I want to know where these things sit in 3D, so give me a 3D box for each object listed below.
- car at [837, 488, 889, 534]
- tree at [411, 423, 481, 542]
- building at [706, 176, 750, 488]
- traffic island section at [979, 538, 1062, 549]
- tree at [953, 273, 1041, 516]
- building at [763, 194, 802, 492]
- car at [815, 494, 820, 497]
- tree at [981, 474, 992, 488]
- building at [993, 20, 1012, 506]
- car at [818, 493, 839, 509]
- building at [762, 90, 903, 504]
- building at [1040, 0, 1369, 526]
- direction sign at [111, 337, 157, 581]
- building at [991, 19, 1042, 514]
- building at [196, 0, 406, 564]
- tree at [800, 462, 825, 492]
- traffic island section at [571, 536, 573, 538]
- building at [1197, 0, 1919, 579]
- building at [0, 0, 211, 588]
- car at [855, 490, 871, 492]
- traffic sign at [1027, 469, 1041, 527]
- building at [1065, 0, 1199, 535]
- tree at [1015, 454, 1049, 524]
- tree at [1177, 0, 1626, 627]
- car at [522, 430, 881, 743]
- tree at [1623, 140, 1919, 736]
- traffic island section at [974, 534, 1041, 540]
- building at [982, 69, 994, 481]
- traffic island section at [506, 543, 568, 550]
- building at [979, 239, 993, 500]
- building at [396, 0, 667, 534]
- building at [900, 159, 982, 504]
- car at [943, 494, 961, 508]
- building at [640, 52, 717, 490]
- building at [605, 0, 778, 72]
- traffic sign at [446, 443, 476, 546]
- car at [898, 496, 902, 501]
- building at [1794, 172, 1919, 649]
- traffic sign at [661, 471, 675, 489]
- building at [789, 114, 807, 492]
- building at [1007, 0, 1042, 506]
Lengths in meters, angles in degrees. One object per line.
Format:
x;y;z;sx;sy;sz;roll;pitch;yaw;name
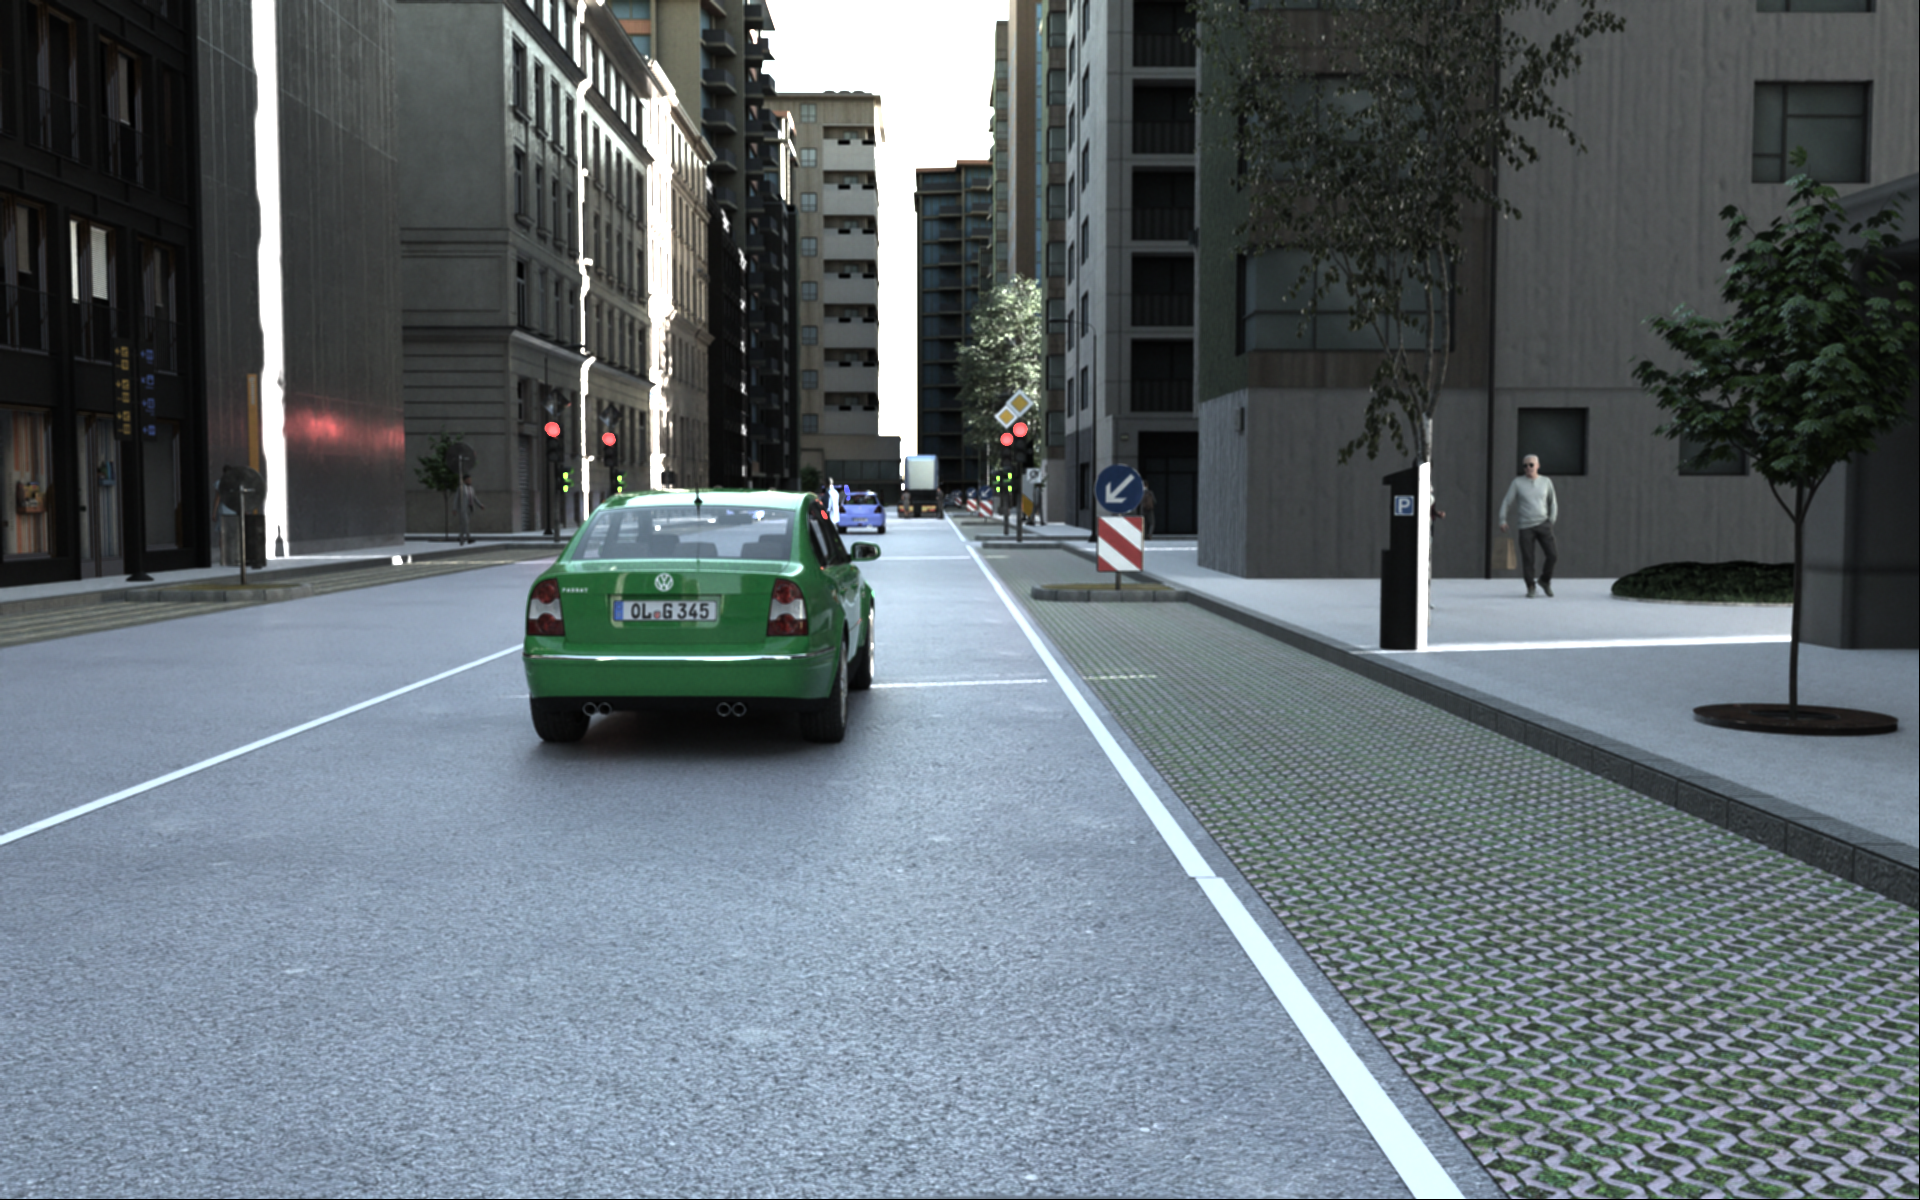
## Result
-3.599;-3.299;63.530;1.945;1.707;3.694;0;4;-1;car
-13.979;-3.202;46.961;1.663;3.219;1.824;0;3;0;tree
-21.305;-17.613;117.652;12.332;23.373;15.834;0;4;-1;building
1.607;-1.466;46.244;2.009;0.180;2.903;0;4;-1;traffic island section
3.965;-11.793;99.476;9.857;13.997;8.962;0;3;0;tree
-22.813;-24.102;165.777;14.160;30.474;14.107;0;4;-1;building
-8.679;-5.850;105.431;2.009;1.686;4.222;0;4;-1;car
2.521;-8.791;138.331;1.663;3.219;1.824;0;3;0;tree
9.905;-28.749;153.642;14.154;41.232;14.086;0;4;-1;building
-7.153;-5.312;95.890;2.155;1.783;4.494;0;4;1;car
-21.415;-38.966;226.333;27.495;52.752;28.713;0;4;-1;building
10.828;-19.109;84.137;14.160;30.474;14.107;0;4;-1;building
-12.126;-2.049;25.505;0.379;3.537;0.876;1;4;13;direction sign
18.400;-26.012;117.181;32.217;40.220;23.993;0;4;-1;building
-28.807;-13.348;37.315;30.058;24.678;14.314;0;4;-1;building
-15.658;-11.958;179.221;4.285;4.588;4.351;0;3;0;tree
-10.869;-1.941;54.023;2.009;0.180;2.903;0;4;-1;traffic island section
11.230;-15.936;32.260;14.160;30.474;14.107;0;4;-1;building
-19.087;-11.734;21.530;12.332;23.373;15.834;0;4;-1;building
-9.632;-9.974;171.750;2.281;1.827;5.304;0;4;1;car
2.925;-4.047;68.303;0.606;2.300;0.079;0;4;7;traffic sign
14.796;-38.116;61.448;20.611;71.187;20.563;0;4;-1;building
3.260;-4.948;75.495;1.663;3.219;1.824;0;3;0;tree
4.246;-4.051;16.591;4.360;8.622;3.978;0;3;0;tree
-1.535;-0.157;11.367;1.959;1.807;4.718;0;4;1;car
4.548;-0.922;9.669;1.663;3.219;1.824;0;3;0;tree
1.470;-1.954;54.228;2.009;0.180;2.903;0;4;-1;traffic island section
13.999;-31.847;175.319;22.147;44.769;28.867;0;4;-1;building
-10.733;-1.453;46.039;2.009;0.180;2.903;0;4;-1;traffic island section
9.095;-26.038;197.425;14.160;30.474;14.107;0;4;-1;building
-22.055;-14.459;69.684;16.112;22.955;30.059;0;4;-1;building
6.804;-34.861;224.596;28.867;44.769;22.147;0;4;-1;building
-0.799;-9.828;172.687;2.014;1.417;4.499;0;4;-2;car
-21.308;-18.338;97.097;12.463;27.353;25.104;0;4;-1;building
-26.740;-29.903;143.539;22.147;44.769;28.867;0;4;-1;building
-12.360;-2.616;42.871;0.768;2.556;0.104;0;4;5;traffic sign
-5.424;-10.337;180.802;2.131;1.459;4.920;0;4;-1;car
17.631;-34.530;2.814;20.563;71.187;20.611;0;4;-1;building
-12.940;-4.563;76.732;0.606;2.300;0.079;0;4;3;traffic sign
-31.104;-32.877;192.157;28.867;44.769;22.147;0;4;-1;building
11.054;-29.927;139.412;14.600;45.320;14.200;0;4;-1;building
